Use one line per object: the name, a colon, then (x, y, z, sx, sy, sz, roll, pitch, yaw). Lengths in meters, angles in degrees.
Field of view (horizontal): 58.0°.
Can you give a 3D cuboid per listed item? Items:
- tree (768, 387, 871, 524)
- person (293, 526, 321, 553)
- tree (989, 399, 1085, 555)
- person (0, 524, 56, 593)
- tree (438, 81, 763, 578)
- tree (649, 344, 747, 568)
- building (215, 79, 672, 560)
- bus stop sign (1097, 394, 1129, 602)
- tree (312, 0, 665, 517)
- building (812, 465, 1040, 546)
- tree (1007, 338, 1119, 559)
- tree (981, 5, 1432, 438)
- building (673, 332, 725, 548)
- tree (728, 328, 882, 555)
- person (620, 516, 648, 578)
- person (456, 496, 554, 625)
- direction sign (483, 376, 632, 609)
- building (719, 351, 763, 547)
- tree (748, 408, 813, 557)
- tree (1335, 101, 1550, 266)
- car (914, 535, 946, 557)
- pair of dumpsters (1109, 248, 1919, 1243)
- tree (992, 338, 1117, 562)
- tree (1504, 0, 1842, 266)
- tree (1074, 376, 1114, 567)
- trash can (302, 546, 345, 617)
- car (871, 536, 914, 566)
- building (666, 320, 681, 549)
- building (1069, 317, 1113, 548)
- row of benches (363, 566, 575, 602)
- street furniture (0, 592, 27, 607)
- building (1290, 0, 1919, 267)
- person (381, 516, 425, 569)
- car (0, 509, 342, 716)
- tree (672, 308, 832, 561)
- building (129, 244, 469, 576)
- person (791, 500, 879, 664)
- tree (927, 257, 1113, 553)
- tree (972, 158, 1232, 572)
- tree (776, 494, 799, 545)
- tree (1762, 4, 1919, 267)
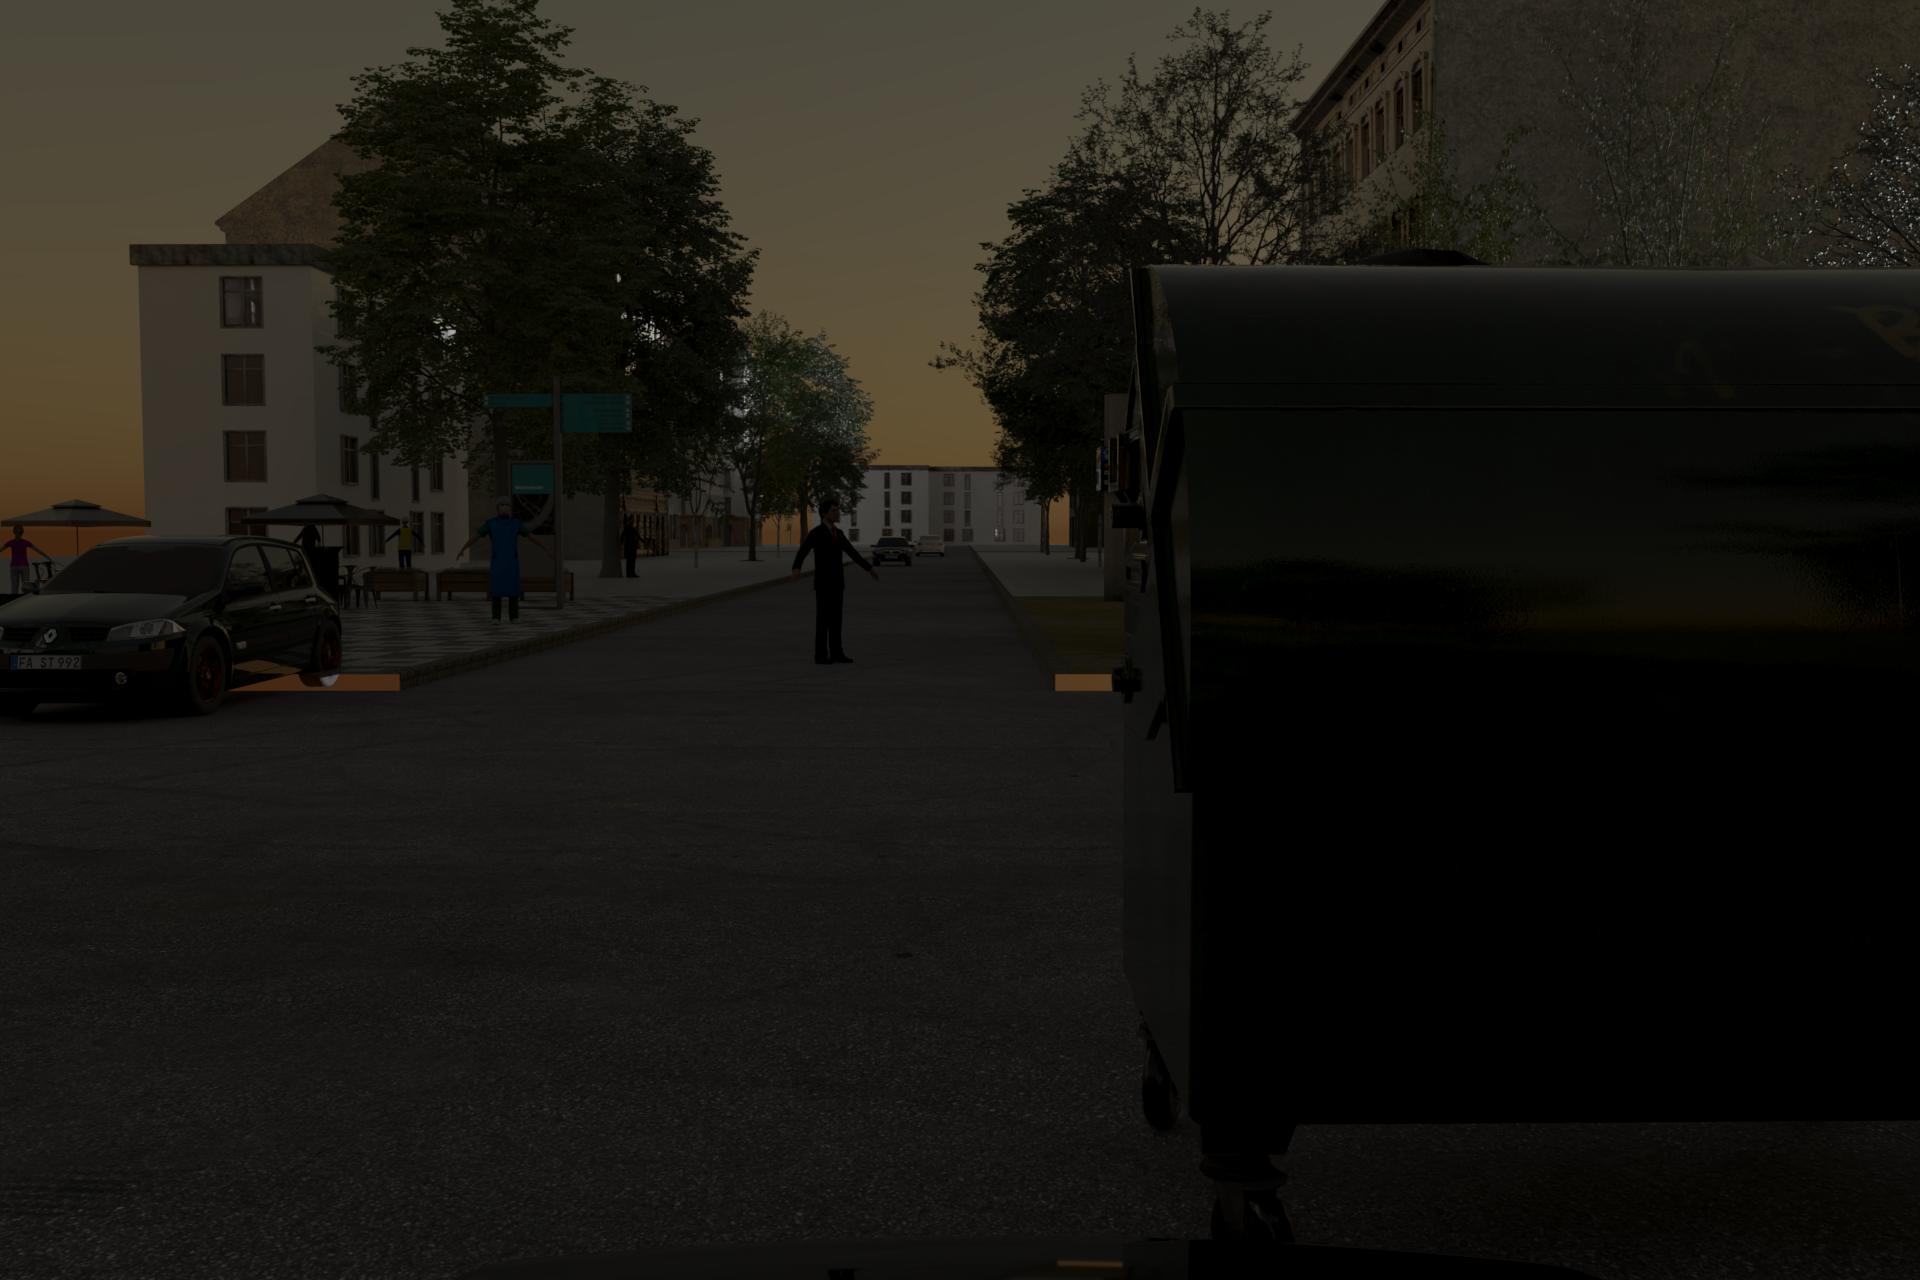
tree: (-9.775, -11.991, 121.806, 9.928, 11.665, 9.643, 0, 3, 0)
person: (-16.802, -2.353, 44.605, 1.346, 1.812, 0.704, 3, 4, 38)
tree: (5.073, -10.415, 104.692, 8.767, 10.594, 7.601, 3, 5, 44)
person: (-14.802, -1.102, 27.278, 0.991, 1.433, 0.599, -2, 4, -23)
tree: (-10.260, -8.804, 50.604, 9.857, 13.997, 8.962, 0, 3, 0)
tree: (-9.943, -7.013, 65.025, 4.737, 8.622, 4.395, 0, 3, 0)
building: (-26.455, -16.044, 93.243, 19.493, 23.208, 18.063, 0, 4, -1)
bus stop sign: (3.043, -2.679, 32.816, 0.837, 3.901, 0.837, 0, 4, -1)
tree: (-9.890, -7.229, 36.327, 7.486, 12.596, 7.792, 0, 3, 0)
building: (-4.084, -16.327, 211.552, 28.070, 9.664, 9.099, 0, 4, -4)
tree: (6.043, -9.939, 88.252, 9.928, 11.665, 9.643, 0, 3, 0)
tree: (5.622, -7.921, 39.884, 12.009, 13.543, 11.850, 0, 3, 0)
building: (-28.800, -18.715, 162.402, 16.016, 20.090, 11.380, 0, 4, 0)
tree: (-9.675, -12.191, 105.975, 9.857, 13.997, 8.962, 0, 3, 0)
person: (-9.648, -2.735, 50.934, 0.704, 1.802, 1.346, 1, 4, 23)
person: (-6.445, -1.125, 24.528, 1.347, 1.817, 0.704, -1, 4, -23)
direction sign: (-6.808, -2.523, 30.007, 2.525, 3.948, 1.411, 0, 4, 2)
building: (-26.743, -19.696, 178.445, 16.016, 20.090, 11.380, 0, 4, 0)
tree: (-10.104, -8.938, 96.491, 4.737, 8.622, 4.395, 0, 3, 0)
tree: (8.420, -4.837, 29.449, 4.737, 8.622, 4.395, 0, 3, 0)
car: (-1.934, -6.078, 111.739, 2.083, 1.381, 4.827, 0, 4, -1)
pair of dumpsters: (2.539, 0.073, 3.765, 4.436, 2.255, 1.574, 0, 4, -1)
tree: (5.671, -8.801, 78.309, 8.767, 10.594, 7.601, -1, 4, -14)
tree: (9.500, -4.452, 23.148, 4.360, 8.622, 3.978, 0, 3, 0)
tree: (5.604, -7.123, 66.826, 4.737, 8.622, 4.395, 0, 3, 0)
trash can: (-7.636, -0.536, 20.419, 0.748, 1.137, 0.748, 0, 3, 0)
car: (-3.055, -4.027, 78.420, 1.945, 1.354, 3.894, 0, 4, 0)
building: (-29.458, -17.231, 138.148, 16.016, 20.090, 11.380, 0, 4, 1)
building: (25.022, -20.443, 178.222, 27.936, 21.610, 32.646, 0, 4, 0)
row of benches: (-9.511, -1.089, 33.266, 4.104, 0.672, 1.422, 0, 4, 5)
street furniture: (-14.355, -0.315, 20.784, 5.734, 0.657, 10.072, 0, 4, 3)
building: (21.838, -13.713, 55.130, 19.493, 23.208, 18.063, 0, 4, 0)
person: (-15.149, -2.490, 47.177, 1.216, 1.772, 0.721, -3, 5, -39)
car: (-6.770, -0.313, 14.899, 2.009, 1.686, 4.222, 0, 4, 0)
tree: (-9.860, -9.503, 81.133, 9.928, 11.665, 9.643, 0, 3, 0)
building: (-23.045, -7.473, 64.326, 9.099, 9.664, 28.070, 0, 4, 1)
person: (-1.424, -0.644, 19.179, 0.705, 1.806, 1.347, 3, 5, 39)
tree: (4.633, -16.087, 118.910, 12.611, 20.169, 13.585, 0, 3, 0)
tree: (5.021, -9.219, 57.380, 9.857, 13.997, 8.962, 0, 3, 0)
tree: (-20.764, -15.861, 209.685, 4.737, 8.622, 4.395, 0, 3, 0)
tree: (21.368, -7.577, 34.256, 12.009, 13.543, 11.850, 0, 3, 0)
